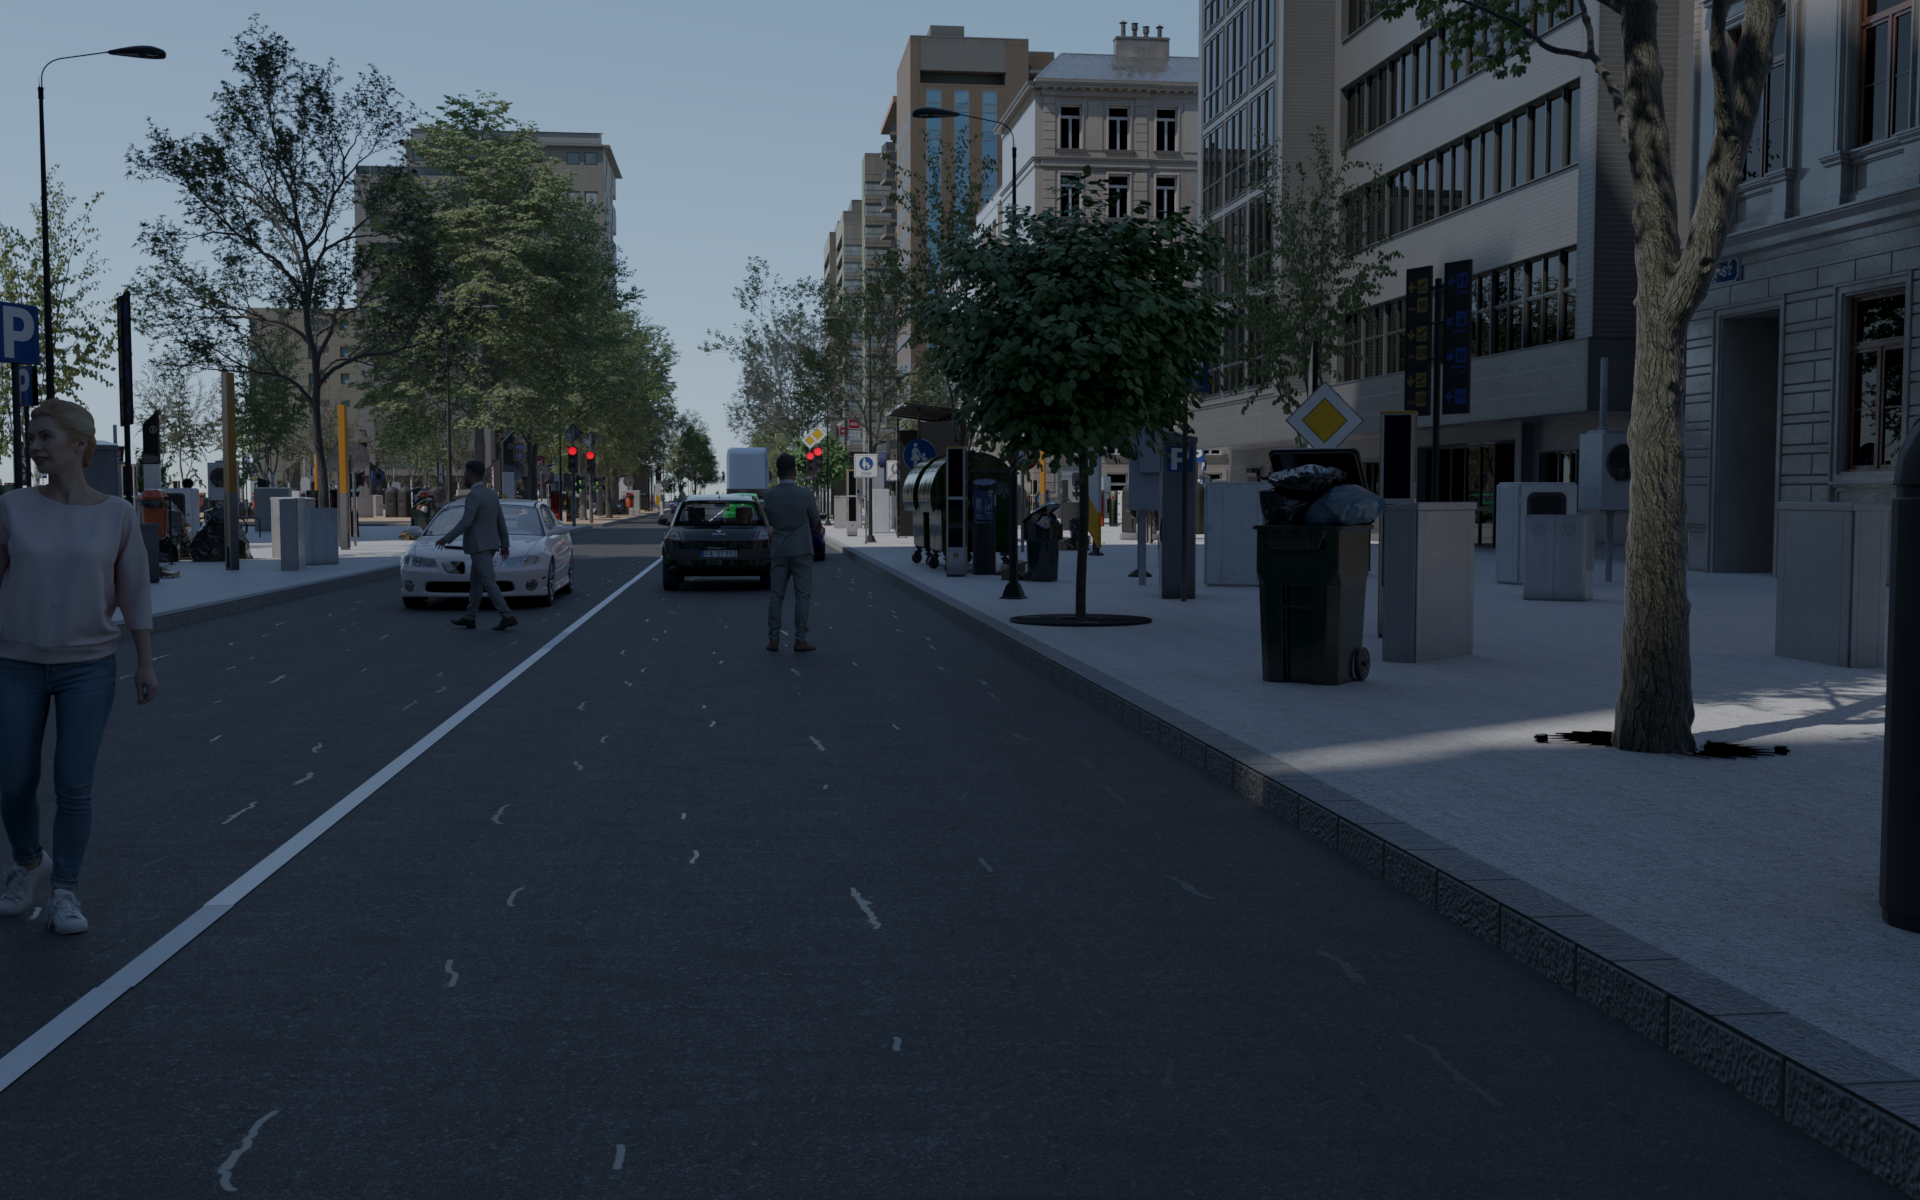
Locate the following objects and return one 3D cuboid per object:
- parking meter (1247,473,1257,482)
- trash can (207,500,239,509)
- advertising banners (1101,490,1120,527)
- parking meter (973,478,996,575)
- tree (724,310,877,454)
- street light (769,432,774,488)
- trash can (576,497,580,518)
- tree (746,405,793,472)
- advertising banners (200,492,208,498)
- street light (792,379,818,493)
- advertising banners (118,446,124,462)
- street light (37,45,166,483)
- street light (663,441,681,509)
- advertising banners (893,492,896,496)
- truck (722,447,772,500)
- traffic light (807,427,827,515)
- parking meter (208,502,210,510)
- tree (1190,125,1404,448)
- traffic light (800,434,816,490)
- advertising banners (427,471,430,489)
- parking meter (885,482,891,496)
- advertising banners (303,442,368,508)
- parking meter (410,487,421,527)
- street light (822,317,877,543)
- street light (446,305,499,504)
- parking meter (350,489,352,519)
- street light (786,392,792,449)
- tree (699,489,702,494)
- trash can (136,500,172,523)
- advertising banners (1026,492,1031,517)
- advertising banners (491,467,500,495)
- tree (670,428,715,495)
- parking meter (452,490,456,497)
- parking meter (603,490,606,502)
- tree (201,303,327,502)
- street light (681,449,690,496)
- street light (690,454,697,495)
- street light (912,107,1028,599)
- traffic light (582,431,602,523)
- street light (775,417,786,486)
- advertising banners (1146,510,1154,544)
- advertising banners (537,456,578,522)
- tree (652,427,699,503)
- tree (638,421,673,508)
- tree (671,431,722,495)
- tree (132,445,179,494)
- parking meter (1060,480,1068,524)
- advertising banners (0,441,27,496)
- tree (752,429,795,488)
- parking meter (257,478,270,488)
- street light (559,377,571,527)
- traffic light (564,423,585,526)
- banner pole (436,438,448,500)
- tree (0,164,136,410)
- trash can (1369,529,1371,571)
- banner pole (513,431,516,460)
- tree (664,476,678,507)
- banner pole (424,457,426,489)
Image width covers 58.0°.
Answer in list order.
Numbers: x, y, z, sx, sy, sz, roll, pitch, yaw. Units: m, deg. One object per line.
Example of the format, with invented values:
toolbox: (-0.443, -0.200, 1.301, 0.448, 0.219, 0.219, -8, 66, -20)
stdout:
parking meter: (8.013, -2.561, 47.590, 0.255, 1.863, 0.399, 0, 4, 2)
trash can: (-18.066, -1.887, 42.504, 0.748, 1.137, 0.748, 0, 3, 0)
advertising banners: (5.548, -4.420, 68.452, 0.090, 3.025, 2.074, -3, 5, -40)
parking meter: (0.385, -1.168, 27.506, 0.372, 1.533, 0.369, 0, 3, 0)
tree: (-10.527, -12.555, 115.638, 12.009, 13.543, 11.850, 0, 3, 0)
street light: (-13.161, -9.515, 128.106, 1.470, 5.913, 1.316, 0, 4, -7)
trash can: (-20.153, -4.865, 91.200, 0.748, 1.137, 0.748, 0, 3, 0)
tree: (-23.483, -18.389, 218.793, 7.486, 12.596, 7.792, 0, 3, 0)
advertising banners: (-56.842, -8.275, 131.488, 2.074, 3.025, 0.090, 1, 4, 14)
street light: (-5.873, -5.946, 69.752, 1.470, 5.913, 1.316, 0, 4, -7)
advertising banners: (-31.200, -4.087, 63.016, 2.074, 3.025, 0.090, 1, 4, 18)
street light: (-8.924, -2.783, 18.037, 1.470, 5.913, 1.316, 0, 4, -7)
street light: (-25.548, -11.000, 152.389, 1.470, 5.913, 1.316, 0, 4, -7)
advertising banners: (-3.766, -6.905, 109.080, 0.090, 3.025, 2.074, 1, 4, 20)
truck: (-11.449, -6.389, 94.211, 2.967, 4.110, 18.799, 0, 4, -8)
traffic light: (-5.752, -4.946, 69.780, 0.839, 4.253, 0.868, 0, 4, -7)
parking meter: (-45.132, -5.872, 104.419, 0.372, 1.533, 0.369, 0, 3, 0)
tree: (6.684, -5.108, 33.876, 4.737, 8.622, 4.395, 0, 3, 0)
traffic light: (-6.740, -5.430, 77.704, 0.839, 4.253, 0.868, 0, 4, -7)
advertising banners: (-40.802, -8.397, 133.484, 0.090, 3.025, 2.074, 0, 4, -4)
parking meter: (-3.320, -4.416, 77.918, 0.399, 1.863, 0.255, -1, 4, -17)
advertising banners: (-20.928, -3.787, 58.112, 2.074, 3.025, 0.090, -2, 4, -25)
parking meter: (-18.826, -3.153, 59.957, 0.372, 1.533, 0.369, 0, 3, 0)
street light: (-2.905, -4.469, 45.605, 1.470, 5.913, 1.316, 0, 4, -7)
street light: (-12.034, -4.289, 42.662, 1.470, 5.913, 1.316, 0, 4, -7)
parking meter: (-21.868, -3.421, 61.647, 0.399, 1.863, 0.255, -1, 4, -17)
street light: (-7.036, -6.503, 78.858, 1.470, 5.913, 1.316, 0, 4, -7)
tree: (-44.808, -21.337, 299.225, 4.737, 8.622, 4.395, 0, 3, 0)
trash can: (-18.181, -1.680, 39.118, 0.748, 1.137, 0.748, 0, 3, 0)
advertising banners: (2.731, -5.559, 87.070, 2.074, 3.025, 0.090, 0, 4, -5)
advertising banners: (-29.847, -7.045, 111.370, 0.090, 3.025, 2.074, -2, 4, -28)
tree: (-38.098, -19.001, 245.083, 7.601, 10.594, 8.767, 0, 4, -8)
parking meter: (-34.259, -6.643, 117.026, 0.372, 1.533, 0.369, 0, 3, 0)
parking meter: (-24.285, -6.754, 118.833, 0.372, 1.533, 0.369, 0, 3, 0)
tree: (-25.798, -6.999, 64.791, 4.737, 8.622, 4.395, 0, 3, 0)
street light: (-28.643, -12.500, 176.919, 1.470, 5.913, 1.316, 0, 4, -7)
street light: (-31.711, -14.000, 201.448, 1.470, 5.913, 1.316, 0, 4, -7)
street light: (0.119, -2.965, 21.017, 1.470, 5.913, 1.316, 0, 4, -7)
traffic light: (-16.275, -5.357, 76.503, 0.839, 4.253, 0.868, 0, 4, -7)
street light: (-10.163, -8.038, 103.963, 1.470, 5.913, 1.316, 0, 4, -7)
advertising banners: (4.909, -3.015, 45.476, 0.090, 3.025, 2.074, 0, 4, -1)
advertising banners: (-18.511, -5.084, 79.316, 2.074, 3.025, 0.090, -3, 4, -37)
tree: (-32.059, -14.700, 190.710, 4.737, 8.622, 4.395, 0, 3, 0)
tree: (-28.555, -12.902, 161.307, 4.360, 8.622, 3.978, 0, 3, 0)
tree: (-44.297, -22.821, 290.122, 9.611, 12.733, 9.660, 0, 3, 0)
tree: (-27.618, -3.919, 58.685, 1.663, 3.219, 1.824, 0, 3, 0)
parking meter: (4.257, -3.975, 70.704, 0.255, 1.863, 0.399, -1, 4, -9)
advertising banners: (-32.768, -3.891, 59.801, 0.090, 3.025, 2.074, 0, 4, -6)
tree: (-17.220, -13.036, 163.504, 4.737, 8.622, 4.395, 0, 3, 0)
parking meter: (-24.812, -3.429, 61.768, 0.399, 1.863, 0.255, 0, 4, 4)
street light: (-14.993, -5.798, 67.341, 1.470, 5.913, 1.316, 0, 4, -7)
traffic light: (-15.287, -4.872, 68.579, 0.839, 4.253, 0.868, 0, 4, -7)
banner pole: (-23.061, -5.339, 77.307, 0.401, 3.779, 0.863, 2, 4, 28)
tree: (-20.946, -5.433, 39.200, 4.737, 8.622, 4.395, 0, 3, 0)
trash can: (6.235, -0.975, 27.587, 0.748, 1.137, 0.748, 0, 3, 0)
banner pole: (-17.662, -4.799, 68.478, 0.401, 3.779, 0.863, 0, 4, 1)
tree: (-28.055, -10.520, 166.603, 1.663, 3.219, 1.824, 0, 3, 0)
banner pole: (-33.485, -7.246, 108.489, 0.401, 3.779, 0.863, -1, 4, -20)
